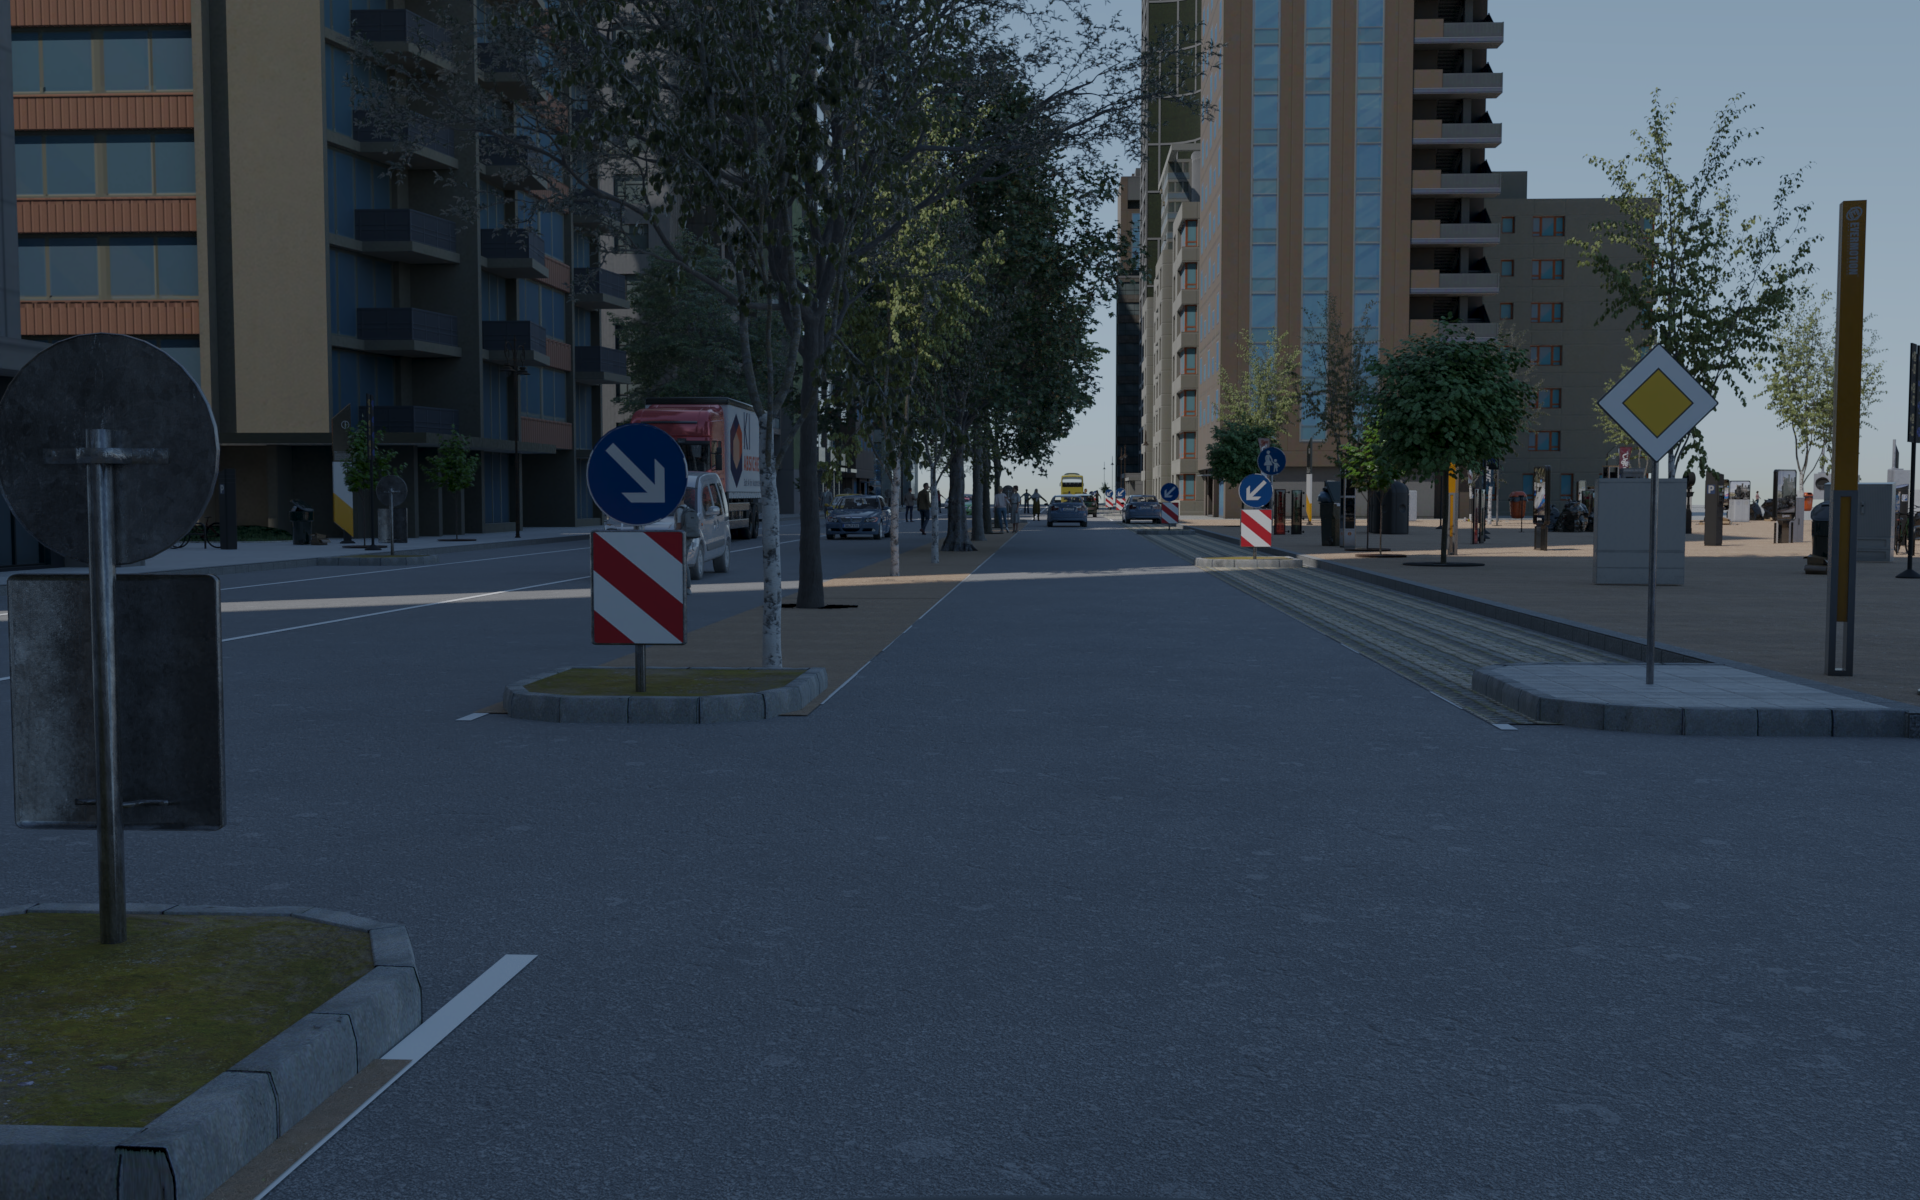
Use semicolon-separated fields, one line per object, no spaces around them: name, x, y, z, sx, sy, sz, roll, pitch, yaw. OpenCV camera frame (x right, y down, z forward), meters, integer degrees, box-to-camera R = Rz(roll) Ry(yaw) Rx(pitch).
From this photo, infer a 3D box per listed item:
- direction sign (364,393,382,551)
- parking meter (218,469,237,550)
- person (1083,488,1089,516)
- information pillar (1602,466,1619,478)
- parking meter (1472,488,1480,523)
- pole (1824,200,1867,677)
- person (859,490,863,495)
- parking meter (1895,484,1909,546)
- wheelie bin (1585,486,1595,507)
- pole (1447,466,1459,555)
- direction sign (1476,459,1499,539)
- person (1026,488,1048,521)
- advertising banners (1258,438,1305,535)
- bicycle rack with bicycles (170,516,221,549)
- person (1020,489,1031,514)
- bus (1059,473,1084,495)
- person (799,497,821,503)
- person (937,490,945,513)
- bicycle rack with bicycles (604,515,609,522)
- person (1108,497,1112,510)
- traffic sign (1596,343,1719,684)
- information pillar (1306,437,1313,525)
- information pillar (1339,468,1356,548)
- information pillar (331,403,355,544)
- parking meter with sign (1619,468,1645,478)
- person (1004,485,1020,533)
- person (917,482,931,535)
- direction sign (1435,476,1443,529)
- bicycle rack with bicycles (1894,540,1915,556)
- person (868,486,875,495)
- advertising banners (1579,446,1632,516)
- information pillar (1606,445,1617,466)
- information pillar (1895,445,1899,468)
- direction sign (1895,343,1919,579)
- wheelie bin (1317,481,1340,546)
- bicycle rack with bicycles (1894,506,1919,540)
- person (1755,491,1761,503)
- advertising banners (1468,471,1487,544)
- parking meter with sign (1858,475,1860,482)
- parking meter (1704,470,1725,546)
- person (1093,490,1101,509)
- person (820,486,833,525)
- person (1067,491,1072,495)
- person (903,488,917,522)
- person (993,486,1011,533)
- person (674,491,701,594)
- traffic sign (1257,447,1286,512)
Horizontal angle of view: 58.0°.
direction sign;-13.399;-2.901;39.429;0.379;3.537;0.876;-1;4;-10
parking meter;-16.936;-2.101;40.055;0.399;1.863;0.255;3;5;42
person;8.396;-6.532;115.308;0.705;1.822;1.348;2;4;34
information pillar;16.877;-2.476;44.970;0.304;2.012;0.304;-1;4;-11
parking meter;22.812;-4.163;76.478;0.372;1.533;0.369;0;3;0
pole;6.221;-1.121;12.164;0.158;3.312;0.155;0;3;0
person;-7.043;-6.902;122.062;1.217;1.735;0.721;0;4;-2
parking meter;23.327;-2.116;43.007;0.372;1.533;0.369;0;3;0
wheelie bin;24.421;-3.597;66.723;0.693;1.594;0.980;-2;4;-24
pole;10.391;-2.606;36.452;0.158;3.312;0.155;0;3;0
direction sign;15.023;-3.523;49.598;0.379;3.537;0.876;-2;4;-29
person;4.102;-5.093;92.509;1.217;1.736;0.721;-1;4;-13
advertising banners;10.082;-3.562;54.419;2.074;3.025;0.090;-2;4;-35
bicycle rack with bicycles;-18.862;-1.632;40.066;2.925;0.926;2.852;1;4;12
person;4.914;-7.284;127.681;1.350;1.814;0.705;0;4;-2
bus;12.913;-12.739;199.833;2.896;3.916;12.252;0;4;3
person;-7.830;-5.054;91.148;1.348;1.822;0.705;-1;4;-15
person;-1.554;-7.393;130.100;1.217;1.743;0.721;-2;4;-25
bicycle rack with bicycles;-15.333;-4.045;79.512;2.852;0.926;2.925;1;4;18
person;12.622;-8.374;146.359;0.436;1.711;0.756;0;4;6
traffic sign;4.653;-0.488;11.627;0.795;2.450;0.064;0;4;3
information pillar;14.502;-4.925;71.882;0.183;3.616;0.504;0;4;-6
information pillar;9.268;-2.255;41.369;0.304;2.012;0.304;0;4;-7
information pillar;-15.926;-3.263;44.701;0.504;3.616;0.183;-3;4;-39
parking meter with sign;19.697;-3.346;50.964;1.738;3.016;0.543;0;4;0
person;1.921;-3.288;62.833;0.524;1.755;0.480;-2;4;-34
person;-1.236;-3.208;60.869;0.656;1.842;0.836;1;4;13
direction sign;17.618;-4.365;63.372;0.876;3.537;0.379;0;4;3
bicycle rack with bicycles;19.768;-1.456;37.183;2.852;0.926;2.925;3;4;36
person;-4.591;-4.943;88.949;0.705;1.869;1.348;2;4;25
advertising banners;23.710;-4.123;63.591;2.074;3.025;0.090;-1;4;-10
information pillar;31.233;-5.610;83.074;0.504;3.616;0.183;-1;4;-14
information pillar;43.951;-5.505;81.369;0.183;3.616;0.504;1;4;11
direction sign;14.484;-2.099;26.316;0.379;3.537;0.876;3;4;39
wheelie bin;9.259;-2.133;42.777;0.980;1.594;0.693;-1;4;-23
bicycle rack with bicycles;29.228;-2.373;52.183;2.852;0.926;2.925;1;4;8
person;75.350;-9.435;163.470;0.721;1.736;1.217;3;5;43
advertising banners;13.198;-2.940;44.265;0.090;3.025;2.074;2;4;29
parking meter with sign;32.225;-4.058;62.606;0.543;3.016;1.738;3;5;43
parking meter;18.622;-2.265;42.748;0.255;1.863;0.399;-2;4;-30
person;12.846;-9.428;162.655;1.348;1.823;0.705;-3;5;-41
person;-6.116;-4.342;79.606;0.709;1.813;0.853;1;4;15
person;9.825;-8.901;154.970;0.756;1.711;0.436;2;4;30
person;-2.478;-4.878;88.780;0.617;1.759;0.750;3;4;37
person;1.644;-3.356;64.035;0.731;1.740;0.598;-1;4;-20
person;-3.961;-0.826;24.593;0.523;1.515;0.503;-1;4;-16
traffic sign;8.425;-2.861;46.880;0.768;2.556;0.104;0;4;5
